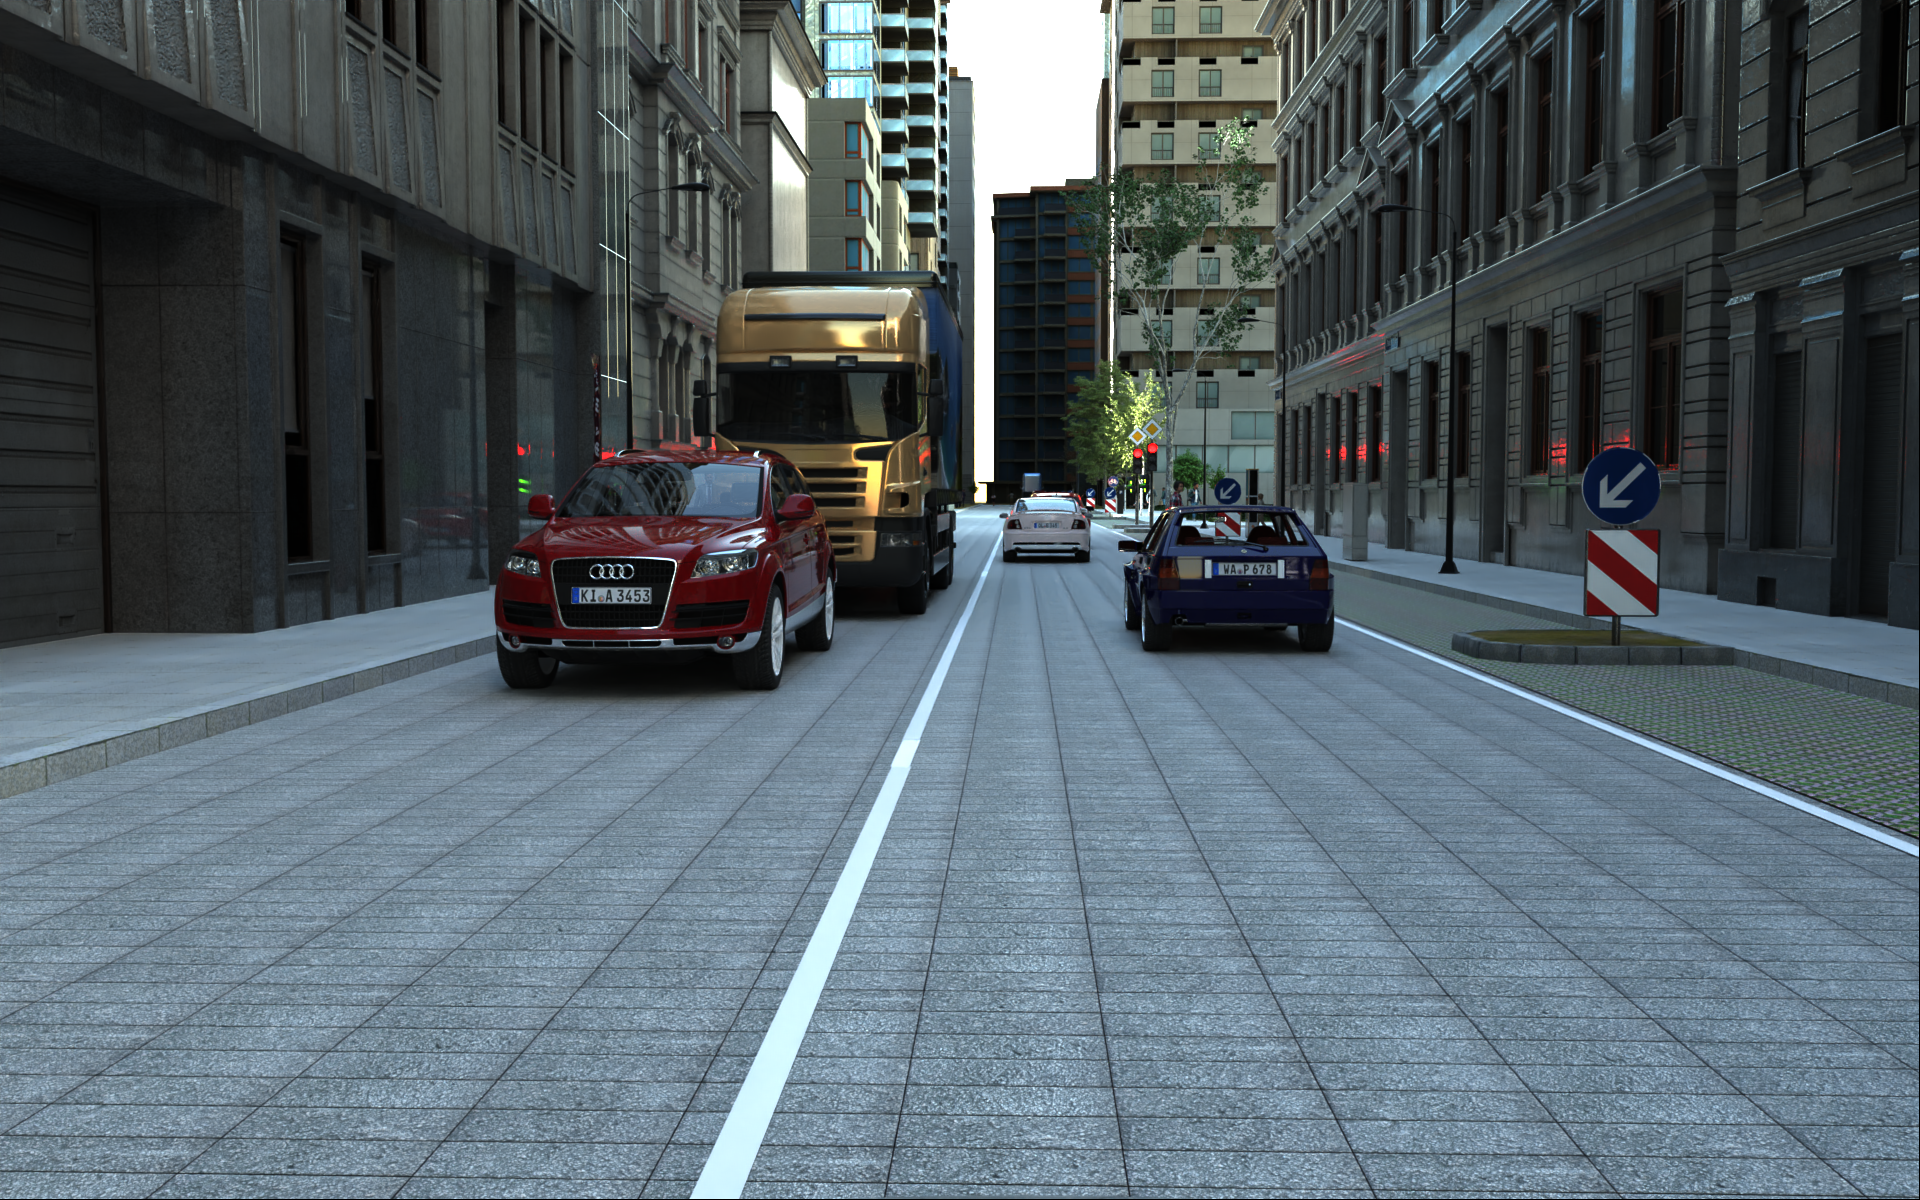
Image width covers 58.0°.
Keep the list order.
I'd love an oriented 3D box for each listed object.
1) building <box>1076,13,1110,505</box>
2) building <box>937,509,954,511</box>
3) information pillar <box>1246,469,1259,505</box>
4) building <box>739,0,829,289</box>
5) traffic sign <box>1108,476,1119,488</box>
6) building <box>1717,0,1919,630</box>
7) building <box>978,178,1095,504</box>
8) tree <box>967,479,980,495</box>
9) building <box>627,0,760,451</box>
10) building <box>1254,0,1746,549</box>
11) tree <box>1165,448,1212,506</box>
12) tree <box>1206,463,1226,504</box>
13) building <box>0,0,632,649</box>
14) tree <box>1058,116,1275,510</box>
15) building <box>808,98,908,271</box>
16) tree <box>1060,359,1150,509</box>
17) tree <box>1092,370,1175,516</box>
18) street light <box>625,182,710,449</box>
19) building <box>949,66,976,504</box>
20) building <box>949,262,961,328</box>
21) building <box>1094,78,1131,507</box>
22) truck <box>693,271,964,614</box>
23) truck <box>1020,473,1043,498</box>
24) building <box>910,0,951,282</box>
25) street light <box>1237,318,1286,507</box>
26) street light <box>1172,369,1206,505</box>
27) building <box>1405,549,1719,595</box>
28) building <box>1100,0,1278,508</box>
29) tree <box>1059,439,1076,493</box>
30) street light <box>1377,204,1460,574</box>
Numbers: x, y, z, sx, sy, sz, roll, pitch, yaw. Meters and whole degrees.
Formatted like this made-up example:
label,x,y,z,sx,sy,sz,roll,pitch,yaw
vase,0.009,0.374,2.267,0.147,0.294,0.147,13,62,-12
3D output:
label,x,y,z,sx,sy,sz,roll,pitch,yaw
building,25.582,-54.549,204.542,22.319,86.520,31.000,0,4,2
building,-11.396,-49.997,130.117,22.319,86.520,31.000,0,4,2
information pillar,8.517,-2.815,50.522,0.304,2.012,0.304,0,4,-6
building,-14.599,-11.856,58.465,19.286,19.102,10.561,0,4,2
traffic sign,10.841,-7.483,122.453,0.768,2.556,0.104,0,4,4
building,13.566,-9.918,11.318,9.793,20.994,18.267,0,4,2
building,17.199,-35.970,242.741,28.867,44.769,22.147,0,4,2
tree,1.872,-13.765,219.662,1.663,3.219,1.824,0,3,0
building,-13.104,-15.531,41.319,14.401,28.519,23.554,0,4,2
building,16.084,-13.226,52.408,11.583,22.565,21.152,0,4,2
tree,15.842,-8.400,121.054,4.285,4.588,4.351,0,3,0
tree,16.519,-7.038,109.669,1.663,3.219,1.824,0,3,0
building,-11.984,-12.323,19.506,12.078,24.808,19.932,0,4,2
tree,11.657,-14.140,87.086,12.611,20.169,13.585,0,3,0
building,-17.432,-15.027,90.724,27.650,21.520,28.899,0,4,2
tree,12.293,-13.902,145.430,7.486,12.596,7.792,0,3,0
tree,10.391,-9.223,101.156,4.737,8.622,4.395,0,3,0
street light,-4.430,-3.269,25.997,1.470,5.913,1.316,0,4,2
building,-11.974,-42.849,242.577,28.212,58.520,21.231,0,4,2
building,-6.937,-27.214,216.652,14.107,30.474,14.160,0,4,2
building,21.508,-32.615,183.368,14.600,45.320,14.200,0,4,2
truck,-1.412,-2.152,24.101,2.839,4.237,11.283,0,4,2
truck,9.095,-13.823,215.758,2.967,4.110,18.799,0,4,1
building,-15.664,-34.998,161.462,28.713,52.752,27.495,0,4,2
street light,7.997,-4.476,45.722,1.470,5.913,1.316,0,4,2
street light,8.555,-5.614,64.334,1.470,5.913,1.316,0,4,2
building,14.791,-11.912,30.912,11.583,22.565,21.152,0,4,2
building,27.953,-35.024,161.874,28.713,52.752,27.495,0,4,2
tree,14.961,-16.808,225.177,4.360,8.622,3.978,0,3,0
street light,7.377,-3.385,27.887,1.470,5.913,1.316,0,4,2
